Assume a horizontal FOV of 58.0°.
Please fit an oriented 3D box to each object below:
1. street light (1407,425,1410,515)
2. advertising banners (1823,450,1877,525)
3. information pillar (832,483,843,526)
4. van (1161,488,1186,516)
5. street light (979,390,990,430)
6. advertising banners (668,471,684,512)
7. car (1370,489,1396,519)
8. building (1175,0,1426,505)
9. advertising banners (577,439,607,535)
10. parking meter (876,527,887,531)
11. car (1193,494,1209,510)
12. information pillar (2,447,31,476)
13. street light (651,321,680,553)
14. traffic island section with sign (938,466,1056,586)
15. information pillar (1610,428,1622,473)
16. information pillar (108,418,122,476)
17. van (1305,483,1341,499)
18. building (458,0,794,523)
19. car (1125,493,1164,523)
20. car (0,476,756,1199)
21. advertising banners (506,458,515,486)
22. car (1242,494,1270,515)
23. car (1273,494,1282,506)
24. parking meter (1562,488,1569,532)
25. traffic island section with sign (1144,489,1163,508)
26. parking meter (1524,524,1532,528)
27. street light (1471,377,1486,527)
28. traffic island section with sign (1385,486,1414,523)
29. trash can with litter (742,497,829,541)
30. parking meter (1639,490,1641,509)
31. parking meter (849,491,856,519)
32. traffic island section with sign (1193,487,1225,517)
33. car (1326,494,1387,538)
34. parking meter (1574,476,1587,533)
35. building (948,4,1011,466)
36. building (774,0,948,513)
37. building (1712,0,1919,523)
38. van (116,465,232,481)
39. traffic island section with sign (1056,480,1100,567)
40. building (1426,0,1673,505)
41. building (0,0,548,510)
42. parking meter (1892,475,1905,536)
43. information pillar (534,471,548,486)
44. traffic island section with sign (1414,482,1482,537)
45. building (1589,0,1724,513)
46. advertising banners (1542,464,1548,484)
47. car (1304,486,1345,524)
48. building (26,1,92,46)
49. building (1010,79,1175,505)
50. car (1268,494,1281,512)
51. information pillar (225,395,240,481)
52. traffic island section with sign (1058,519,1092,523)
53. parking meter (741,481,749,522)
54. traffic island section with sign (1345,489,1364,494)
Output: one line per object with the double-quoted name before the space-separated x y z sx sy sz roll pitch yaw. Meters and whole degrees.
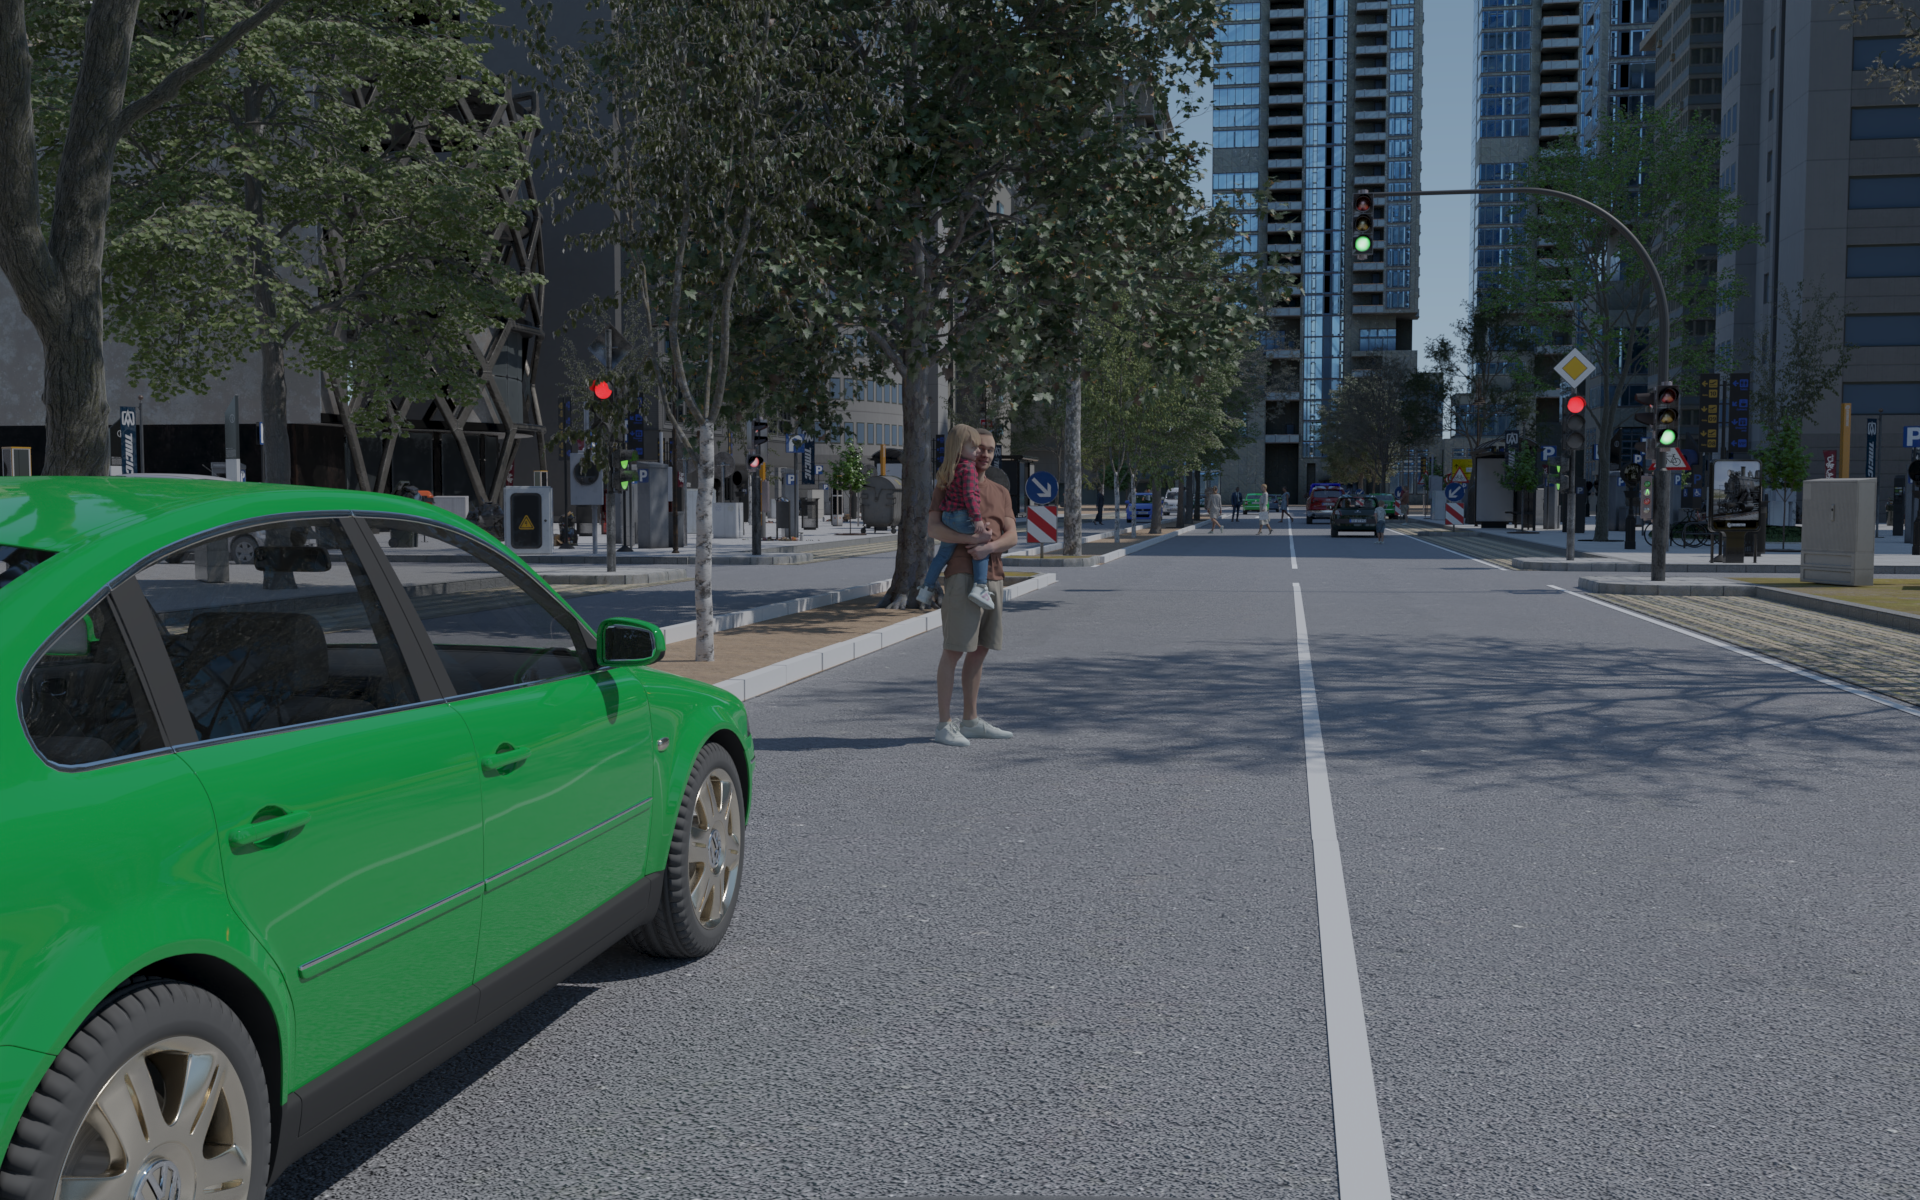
"street light" 27.579 -8.177 106.483 0.468 5.910 1.993 1 4 11
"advertising banners" 35.258 -4.432 68.644 2.074 3.025 0.090 1 4 11
"information pillar" -4.868 -3.929 68.724 0.304 2.012 0.304 3 4 39
"van" 14.530 -6.666 116.007 2.013 2.044 4.112 1 4 11
"street light" 1.127 -6.289 75.611 0.468 5.910 1.993 1 4 11
"advertising banners" -19.657 -7.318 115.835 2.074 3.025 0.090 -1 4 -16
"car" 23.923 -5.503 98.766 1.959 1.807 4.718 1 4 9
"building" 42.980 -55.034 212.476 31.000 86.520 22.319 1 4 11
"advertising banners" -11.087 -3.579 54.708 2.074 3.025 0.090 1 4 8
"parking meter" -2.751 -3.348 60.449 0.399 1.863 0.255 2 4 32
"car" 21.814 -8.912 157.516 2.131 1.459 4.920 1 4 12
"information pillar" -14.789 -1.389 27.200 0.304 2.012 0.304 2 4 35
"street light" -6.156 -3.947 37.315 0.468 5.910 1.993 1 4 11
"traffic island section with sign" 0.366 -1.198 27.716 2.006 1.907 1.989 1 4 11
"information pillar" 23.410 -4.312 61.857 0.183 3.616 0.504 -1 4 -22
"information pillar" -24.879 -3.661 51.216 0.183 3.616 0.504 2 4 34
"van" 21.253 -5.900 100.845 2.240 2.365 5.245 1 4 11
"building" -18.192 -17.996 87.734 14.314 27.812 24.014 1 4 11
"car" 9.324 -4.760 87.413 1.945 1.707 3.694 1 4 9
"car" -1.863 0.284 4.158 1.959 1.807 4.718 1 4 11
"advertising banners" -19.081 -4.592 71.272 2.074 3.025 0.090 2 4 28
"car" 20.739 -6.878 121.258 1.959 1.807 4.718 1 4 11
"car" 32.480 -10.182 178.276 2.131 1.459 4.920 1 4 12
"parking meter" 20.362 -3.031 57.966 0.372 1.533 0.369 0 3 0
"traffic island section with sign" 14.867 -7.816 136.424 1.989 1.847 2.006 1 4 11
"parking meter" 21.490 -3.659 65.533 0.255 1.863 0.399 -1 4 -14
"street light" 20.371 -5.834 68.173 0.468 5.910 1.993 1 4 11
"traffic island section with sign" 21.651 -4.710 85.637 1.989 1.847 2.006 1 4 11
"trash can with litter" -5.059 -2.243 47.738 2.233 1.210 1.678 3 5 42
"parking meter" 40.890 -5.831 103.750 0.372 1.533 0.369 0 3 0
"parking meter" -5.474 -4.892 88.399 0.372 1.533 0.369 0 3 0
"traffic island section with sign" 15.649 -6.159 108.840 2.006 1.907 1.989 1 4 11
"car" 13.361 -2.968 58.319 2.009 1.686 4.222 1 4 12
"parking meter" 20.297 -3.117 56.672 0.399 1.863 0.255 1 4 23
"building" -7.186 -33.131 165.400 21.600 48.544 21.300 1 4 11
"building" -13.887 -35.841 127.999 21.231 58.520 28.212 1 4 11
"building" 50.203 -33.353 87.318 21.231 58.520 28.212 1 4 11
"van" -15.149 -1.713 35.015 4.112 2.044 2.013 1 4 12
"traffic island section with sign" 1.747 -1.643 34.994 2.006 1.907 1.989 1 4 11
"building" 73.360 -54.656 206.301 31.000 86.520 22.319 1 4 11
"building" -23.991 -11.902 62.045 16.820 18.784 16.811 1 4 11
"parking meter" 28.810 -2.901 53.144 0.255 1.863 0.399 3 4 37
"information pillar" -13.247 -3.075 54.761 0.304 2.012 0.304 2 4 31
"traffic island section with sign" 16.610 -3.070 58.829 1.989 1.847 2.006 1 4 11
"building" 61.862 -26.153 119.483 32.217 40.220 23.993 1 4 11
"advertising banners" 35.209 -6.507 102.579 2.074 3.025 0.090 -2 4 -26
"car" 17.806 -4.602 83.908 2.281 1.827 5.304 1 4 11
"building" -53.775 -16.155 68.653 34.151 26.468 19.350 1 4 11
"building" 14.832 -38.705 222.063 27.495 52.752 28.713 1 4 11
"car" 24.712 -7.761 138.890 2.014 1.417 4.499 1 4 9
"information pillar" -17.234 -3.041 41.081 0.504 3.616 0.183 3 4 37
"traffic island section with sign" 5.634 -4.823 87.480 1.989 1.847 2.006 1 4 11
"parking meter" -9.765 -4.461 78.649 0.399 1.863 0.255 0 4 7
"traffic island section with sign" 30.663 -7.634 133.450 1.989 1.847 2.006 1 4 11
